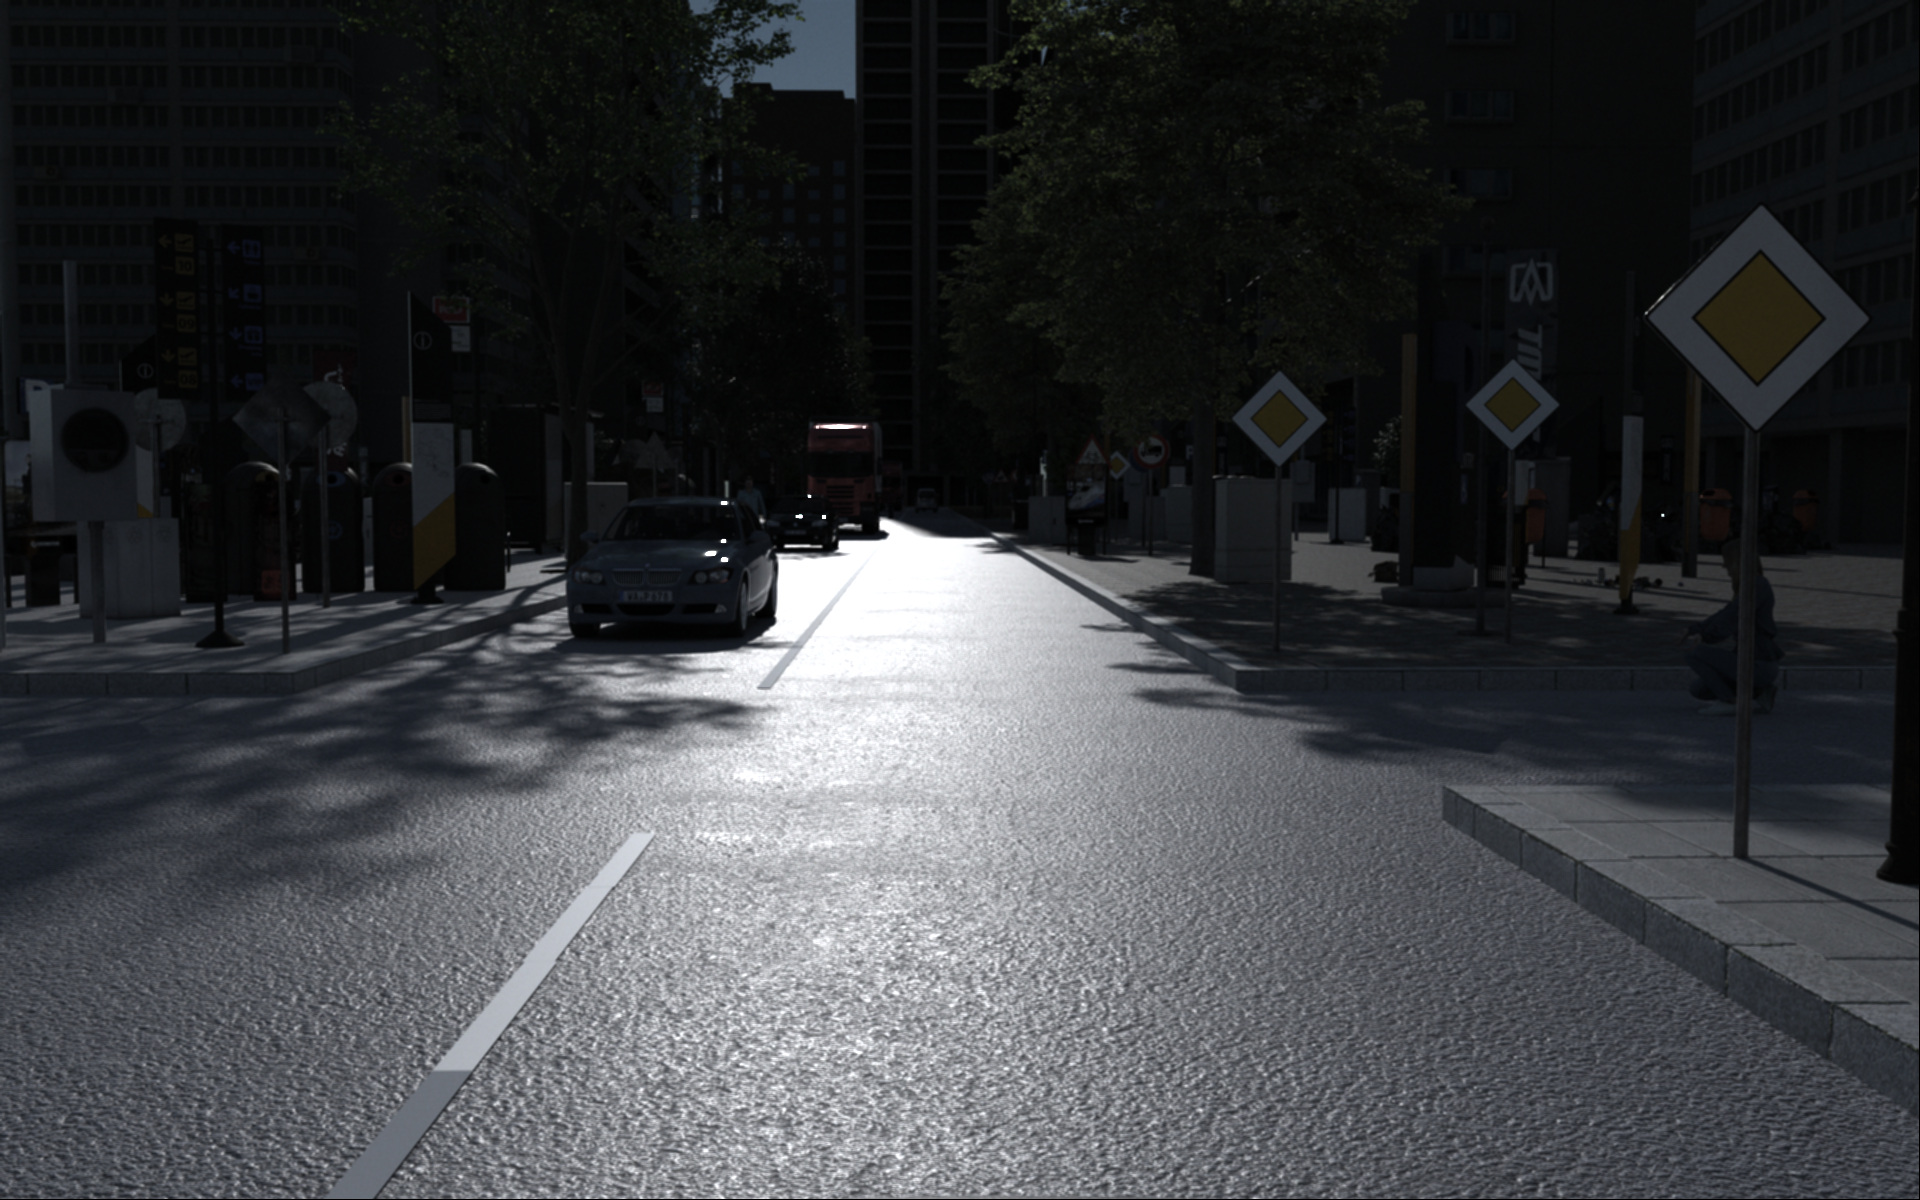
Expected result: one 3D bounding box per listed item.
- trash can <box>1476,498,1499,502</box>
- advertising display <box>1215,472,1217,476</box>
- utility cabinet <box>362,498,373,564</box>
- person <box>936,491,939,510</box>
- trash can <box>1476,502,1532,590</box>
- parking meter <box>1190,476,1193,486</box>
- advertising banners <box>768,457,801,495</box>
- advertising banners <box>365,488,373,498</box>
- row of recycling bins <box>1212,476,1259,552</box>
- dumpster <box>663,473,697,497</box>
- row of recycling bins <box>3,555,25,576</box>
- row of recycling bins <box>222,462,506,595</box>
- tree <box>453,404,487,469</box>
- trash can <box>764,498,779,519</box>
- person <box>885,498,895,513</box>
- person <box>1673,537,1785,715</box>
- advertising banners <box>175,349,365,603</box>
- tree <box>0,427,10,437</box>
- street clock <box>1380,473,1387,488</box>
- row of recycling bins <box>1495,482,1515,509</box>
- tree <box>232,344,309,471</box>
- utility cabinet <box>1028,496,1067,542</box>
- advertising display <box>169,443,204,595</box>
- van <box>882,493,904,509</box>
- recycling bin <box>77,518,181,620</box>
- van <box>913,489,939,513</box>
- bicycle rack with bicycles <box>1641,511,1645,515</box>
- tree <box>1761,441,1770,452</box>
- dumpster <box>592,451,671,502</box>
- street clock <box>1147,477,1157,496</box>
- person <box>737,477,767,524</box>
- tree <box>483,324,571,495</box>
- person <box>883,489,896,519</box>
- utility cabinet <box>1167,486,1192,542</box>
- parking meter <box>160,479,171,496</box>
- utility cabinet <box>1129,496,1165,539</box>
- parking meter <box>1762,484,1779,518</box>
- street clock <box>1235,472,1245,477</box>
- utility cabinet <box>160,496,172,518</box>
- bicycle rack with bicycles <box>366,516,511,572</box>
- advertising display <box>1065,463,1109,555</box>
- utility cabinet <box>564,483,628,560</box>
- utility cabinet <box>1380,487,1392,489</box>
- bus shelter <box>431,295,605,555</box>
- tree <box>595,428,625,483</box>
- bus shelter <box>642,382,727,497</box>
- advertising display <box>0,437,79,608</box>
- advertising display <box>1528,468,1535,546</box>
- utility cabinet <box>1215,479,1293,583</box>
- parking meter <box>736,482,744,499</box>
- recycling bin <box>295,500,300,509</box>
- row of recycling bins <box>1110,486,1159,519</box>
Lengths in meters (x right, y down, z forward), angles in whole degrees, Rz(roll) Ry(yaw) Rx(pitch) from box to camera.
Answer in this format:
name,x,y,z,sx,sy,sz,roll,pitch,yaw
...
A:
name,x,y,z,sx,sy,sz,roll,pitch,yaw
trash can,17.783,-2.864,58.472,0.748,1.137,0.748,0,3,0
advertising display,7.190,-2.733,49.896,0.123,1.923,0.974,2,4,27
utility cabinet,-10.934,-1.290,32.249,0.306,1.237,1.020,-2,4,-33
person,-2.051,-8.624,150.203,0.721,1.736,1.217,0,4,-6
trash can,7.323,-0.718,23.393,0.748,1.137,0.748,0,3,0
parking meter,6.605,-2.605,48.303,0.255,1.863,0.399,3,5,45
advertising banners,-8.433,-5.324,83.230,0.090,3.025,2.074,3,5,43
advertising banners,-16.729,-3.188,48.318,2.074,3.025,0.090,0,4,2
row of recycling bins,6.382,-2.004,39.882,1.069,1.692,3.534,2,4,24
dumpster,-7.932,-2.549,47.431,1.264,1.857,1.865,0,4,-1
row of recycling bins,-15.264,-1.166,26.180,1.069,1.692,3.534,0,4,0
row of recycling bins,-7.828,-0.960,22.809,3.534,1.692,1.069,-1,4,-19
tree,-17.822,-4.746,61.315,4.285,4.588,4.351,0,3,0
trash can,-7.141,-3.330,66.102,0.748,1.137,0.748,0,3,0
person,-5.303,-7.339,131.721,0.991,1.433,0.599,0,4,5
person,4.942,0.168,11.254,0.738,1.151,1.012,2,4,32
advertising banners,-8.245,-1.498,20.679,2.074,3.025,0.090,-2,4,-29
tree,-40.359,-5.342,71.055,4.285,4.588,4.351,0,3,0
street clock,14.805,-3.425,60.563,0.358,2.002,0.471,1,4,16
row of recycling bins,19.379,-3.233,59.964,1.069,1.692,3.534,0,4,3
tree,-33.523,-8.214,84.660,4.737,8.622,4.395,0,3,0
utility cabinet,2.354,-2.156,46.411,1.020,1.237,0.306,0,4,8
advertising display,-9.942,-1.046,22.322,0.123,1.923,0.974,0,4,-7
van,-6.434,-9.773,164.170,2.240,2.365,5.245,0,4,-1
recycling bin,-8.678,-0.339,18.091,0.722,1.027,0.722,2,4,29
van,-2.593,-7.660,132.252,2.013,2.044,4.112,0,4,-2
bicycle rack with bicycles,20.118,-2.454,53.497,2.925,0.926,2.852,2,4,28
tree,30.934,-7.009,64.961,4.737,8.622,4.395,0,3,0
dumpster,-7.312,-2.207,38.571,1.502,2.255,1.985,0,4,-1
street clock,8.027,-4.178,72.872,0.471,2.002,0.358,-1,4,-13
person,-4.684,-1.852,38.798,0.660,1.820,0.620,-1,4,-19
tree,-18.974,-7.618,74.918,4.360,8.622,3.978,0,3,0
person,-4.125,-5.648,101.566,0.721,1.743,1.217,-3,4,-38
utility cabinet,5.948,-2.255,45.545,0.318,1.500,1.173,-2,4,-32
parking meter,-30.939,-3.777,67.468,0.399,1.863,0.255,-2,4,-32
utility cabinet,5.385,-2.366,49.845,1.020,1.237,0.306,0,4,5
parking meter,20.870,-2.214,44.615,0.372,1.533,0.369,0,3,0
street clock,9.193,-3.203,56.946,0.358,2.002,0.471,-1,4,-8
utility cabinet,-22.437,-2.305,48.849,1.020,1.237,0.306,-3,4,-39
bicycle rack with bicycles,-8.589,-0.950,28.921,2.852,0.926,2.925,-1,4,-13
advertising display,2.663,-1.907,36.390,0.974,1.923,0.123,2,4,32
utility cabinet,-6.995,-1.508,33.328,1.173,1.500,0.318,-1,4,-21
utility cabinet,13.814,-2.964,57.136,0.318,1.500,1.173,-1,4,-15
bus shelter,-9.629,-3.678,37.764,2.179,5.291,8.768,0,4,-1
tree,-18.104,-6.310,86.889,4.285,4.588,4.351,0,3,0
bus shelter,-10.136,-5.259,63.614,2.179,5.291,8.768,0,4,-1
advertising display,-10.539,-0.895,19.852,0.123,1.923,0.974,2,4,27
advertising display,14.511,-2.313,43.038,0.974,1.923,0.123,-1,4,-15
utility cabinet,4.239,-1.000,25.036,1.173,1.500,0.318,-2,4,-29
parking meter,-10.573,-4.757,83.483,0.399,1.863,0.255,0,4,0
recycling bin,-27.315,-3.662,72.424,0.722,1.027,0.722,0,4,2
row of recycling bins,8.572,-4.974,88.438,3.534,1.692,1.069,2,4,35
